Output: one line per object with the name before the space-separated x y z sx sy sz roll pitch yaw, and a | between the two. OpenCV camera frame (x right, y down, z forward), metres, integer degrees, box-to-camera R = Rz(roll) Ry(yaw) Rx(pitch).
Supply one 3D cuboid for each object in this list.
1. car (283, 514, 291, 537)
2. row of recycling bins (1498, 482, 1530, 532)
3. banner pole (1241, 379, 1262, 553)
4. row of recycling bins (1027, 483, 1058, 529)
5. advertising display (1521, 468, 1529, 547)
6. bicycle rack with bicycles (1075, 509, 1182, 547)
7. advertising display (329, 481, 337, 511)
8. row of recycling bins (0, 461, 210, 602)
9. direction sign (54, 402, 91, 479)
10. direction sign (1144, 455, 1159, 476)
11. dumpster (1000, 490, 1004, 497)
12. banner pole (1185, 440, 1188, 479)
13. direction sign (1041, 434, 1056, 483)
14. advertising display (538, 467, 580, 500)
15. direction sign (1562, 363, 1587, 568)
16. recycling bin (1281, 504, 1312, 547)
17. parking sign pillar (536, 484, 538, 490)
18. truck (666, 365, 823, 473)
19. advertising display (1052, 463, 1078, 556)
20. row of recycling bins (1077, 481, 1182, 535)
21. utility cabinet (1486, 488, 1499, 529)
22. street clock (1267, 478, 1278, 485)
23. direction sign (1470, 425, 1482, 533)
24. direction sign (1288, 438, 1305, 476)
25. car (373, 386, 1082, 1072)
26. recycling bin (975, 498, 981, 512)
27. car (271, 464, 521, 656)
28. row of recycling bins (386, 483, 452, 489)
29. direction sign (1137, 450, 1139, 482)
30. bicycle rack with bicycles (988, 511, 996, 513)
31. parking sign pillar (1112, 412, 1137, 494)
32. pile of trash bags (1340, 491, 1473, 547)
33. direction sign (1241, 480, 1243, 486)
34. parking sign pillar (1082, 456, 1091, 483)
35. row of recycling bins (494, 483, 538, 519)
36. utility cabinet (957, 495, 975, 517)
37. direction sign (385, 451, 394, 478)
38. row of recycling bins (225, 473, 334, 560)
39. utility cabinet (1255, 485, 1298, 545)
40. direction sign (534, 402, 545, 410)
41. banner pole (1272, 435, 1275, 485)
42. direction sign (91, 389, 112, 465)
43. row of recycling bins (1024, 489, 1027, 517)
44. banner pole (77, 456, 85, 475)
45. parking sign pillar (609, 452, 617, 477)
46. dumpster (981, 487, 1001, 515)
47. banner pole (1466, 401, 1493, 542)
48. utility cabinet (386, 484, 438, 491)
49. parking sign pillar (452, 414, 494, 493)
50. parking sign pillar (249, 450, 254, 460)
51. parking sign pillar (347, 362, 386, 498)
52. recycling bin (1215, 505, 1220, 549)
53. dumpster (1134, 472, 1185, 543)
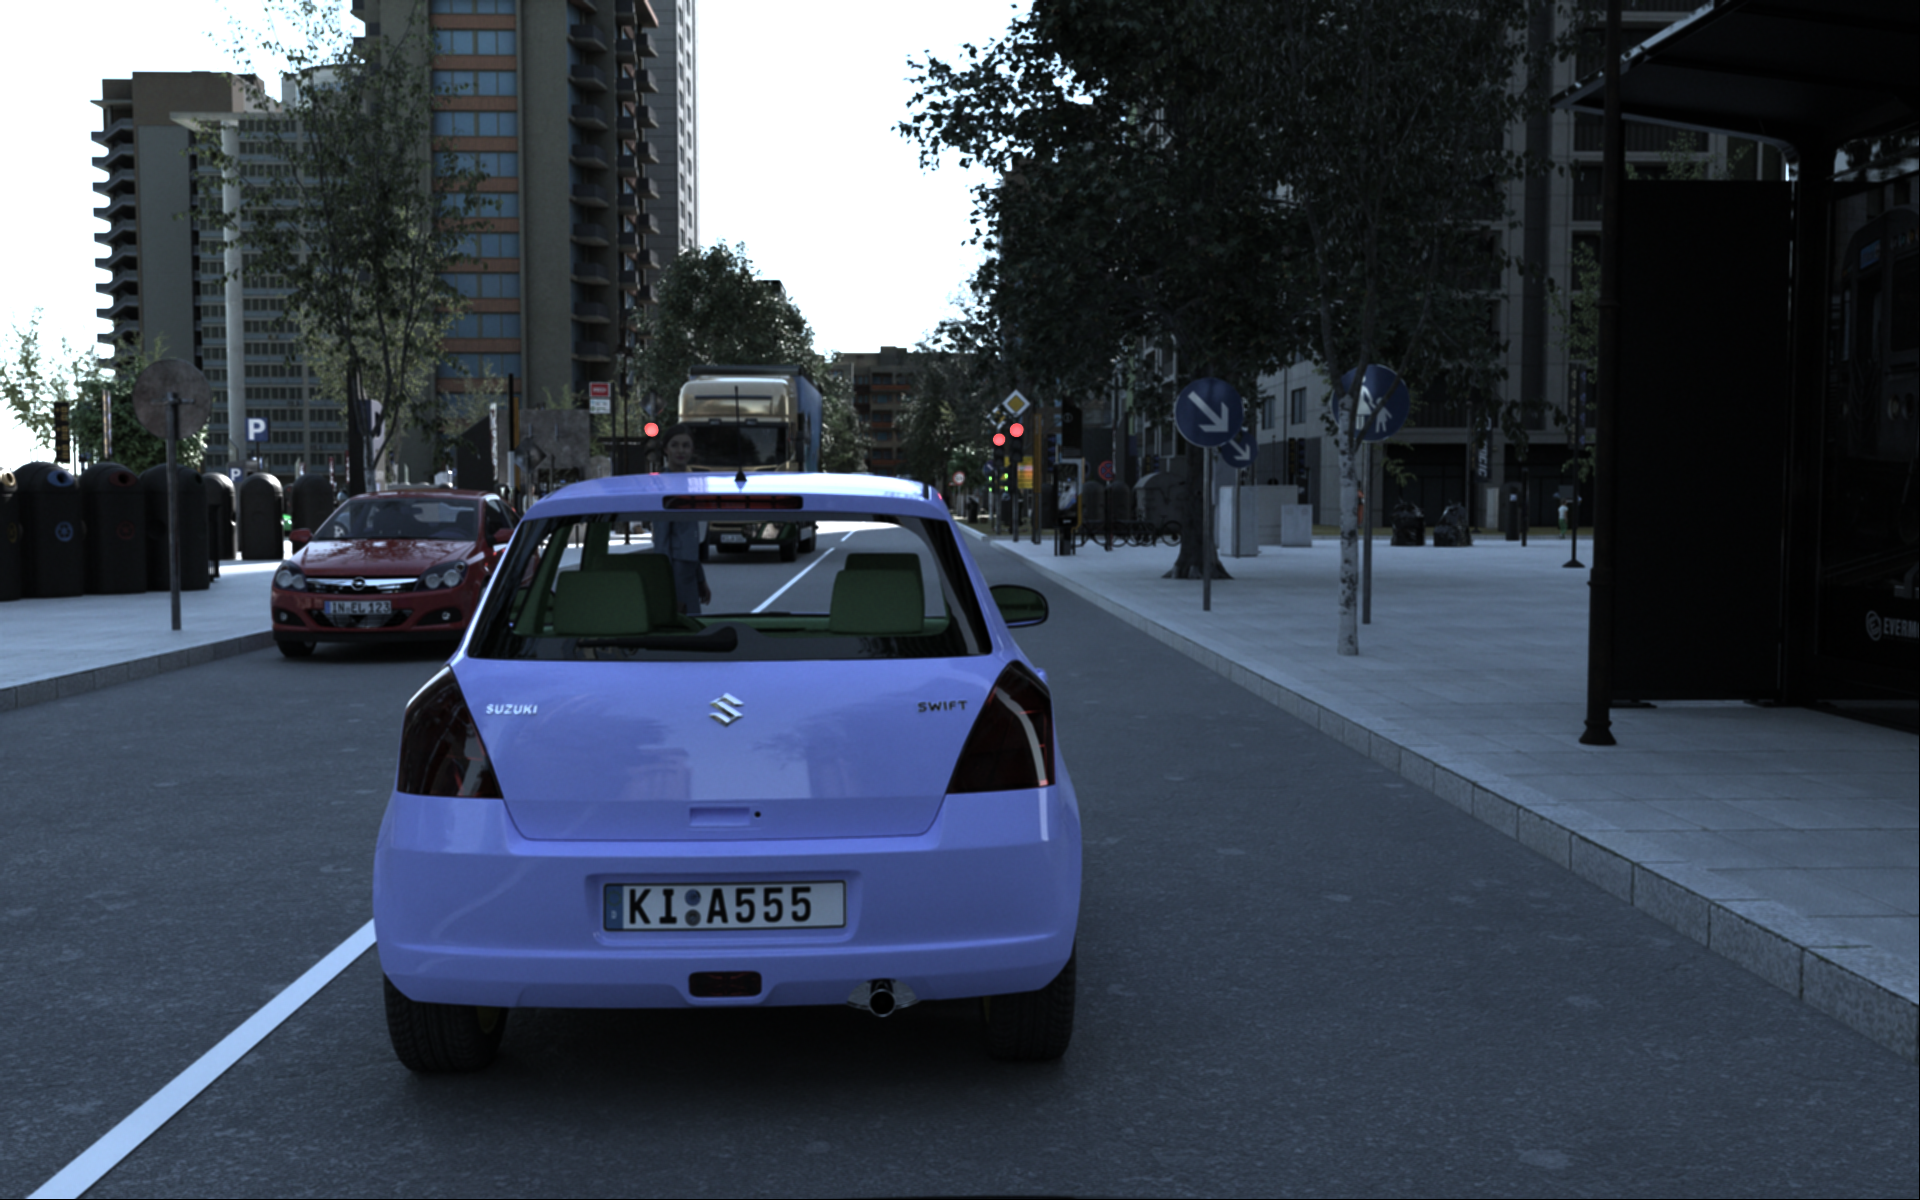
car | -21.402 -2.498 49.643 4.718 1.807 1.959 0 4 -4
row of recycling bins | 18.995 -3.203 59.481 1.069 1.692 3.534 1 4 17
banner pole | 6.305 -2.932 37.955 0.401 3.779 0.863 -1 4 -21
row of recycling bins | 4.371 -3.432 63.230 3.534 1.692 1.069 2 4 29
advertising display | 13.920 -2.291 42.669 0.123 1.923 0.974 1 4 20
bicycle rack with bicycles | 4.083 -1.806 42.910 2.925 0.926 2.852 0 4 6
advertising display | -31.873 -5.039 87.605 0.123 1.923 0.974 1 4 20
row of recycling bins | -11.191 -0.907 21.949 1.069 1.692 3.534 2 4 28
direction sign | -21.816 -3.101 42.705 0.876 3.537 0.379 -1 4 -9
direction sign | 11.041 -6.589 99.733 0.876 3.537 0.379 2 4 24
dumpster | 3.599 -7.261 121.207 1.502 2.255 1.985 0 4 -2
banner pole | 9.471 -4.967 71.228 0.401 3.779 0.863 -3 4 -37
direction sign | 3.202 -4.497 65.518 0.876 3.537 0.379 1 4 15
advertising display | -9.556 -2.206 41.283 0.974 1.923 0.123 -2 4 -26
direction sign | 10.748 -2.338 30.229 0.379 3.537 0.876 3 4 37
recycling bin | 8.185 -1.806 42.082 0.722 1.027 0.722 1 4 11
parking sign pillar | -26.144 -7.216 106.453 1.447 3.967 1.447 -3 5 -45
truck | -4.712 -3.126 40.026 2.839 4.237 11.283 0 4 -1
advertising display | 2.200 -1.896 36.205 0.123 1.923 0.974 2 4 29
row of recycling bins | 5.470 -2.943 55.231 3.534 1.692 1.069 -1 4 -20
utility cabinet | 19.730 -3.370 63.784 0.318 1.500 1.173 3 4 36
street clock | 14.160 -4.521 78.493 0.471 2.002 0.358 0 4 -2
direction sign | 16.968 -3.965 56.831 0.876 3.537 0.379 -3 5 -45
direction sign | 13.560 -4.764 69.882 0.876 3.537 0.379 -2 4 -33
car | -0.635 0.242 5.638 1.945 1.707 3.694 0 4 -4
recycling bin | 1.113 -7.022 127.363 0.722 1.027 0.722 1 4 13
car | -5.200 -0.467 16.679 2.155 1.783 4.494 0 4 -4
row of recycling bins | -19.857 -3.429 63.180 3.534 1.692 1.069 1 4 22
direction sign | 9.192 -5.993 89.990 0.379 3.537 0.876 0 4 0
bicycle rack with bicycles | 3.216 -6.260 115.734 2.852 0.926 2.925 1 4 22
parking sign pillar | 5.450 -4.224 57.529 1.447 3.967 1.447 -1 4 -13
pile of trash bags | 11.153 -2.056 43.375 3.447 1.369 1.912 3 4 36
direction sign | 6.435 -2.907 39.525 0.379 3.537 0.876 1 4 14
parking sign pillar | 7.110 -6.836 100.244 1.447 3.967 1.447 2 4 28
row of recycling bins | -15.551 -3.278 60.716 3.534 1.692 1.069 1 4 13
utility cabinet | 0.355 -5.375 99.048 1.020 1.237 0.306 0 4 4
direction sign | -29.873 -6.025 90.498 0.876 3.537 0.379 -1 4 -14
row of recycling bins | -14.099 -1.639 33.918 3.534 1.692 1.069 -1 4 -12
utility cabinet | 7.808 -2.110 43.183 1.173 1.500 0.318 -1 4 -11
direction sign | -10.425 -3.122 43.037 0.379 3.537 0.876 -2 4 -29
banner pole | 13.335 -5.120 73.732 0.401 3.779 0.863 1 4 9
direction sign | -18.604 -2.803 37.823 0.379 3.537 0.876 -1 4 -16
row of recycling bins | 4.310 -5.463 96.431 1.069 1.692 3.534 -1 4 -22
banner pole | -57.929 -7.596 114.217 0.401 3.779 0.863 1 4 15
parking sign pillar | -20.418 -6.949 102.093 1.447 3.967 1.447 -3 5 -41
dumpster | 1.972 -6.327 109.206 1.264 1.857 1.865 0 4 -2
banner pole | 13.945 -3.469 46.733 0.863 3.779 0.401 1 4 11
utility cabinet | -12.375 -1.857 39.047 1.173 1.500 0.318 -3 4 -38
parking sign pillar | -15.993 -4.184 56.874 1.447 3.967 1.447 -3 5 -41
parking sign pillar | -42.732 -7.072 104.093 1.447 3.967 1.447 -1 4 -11
parking sign pillar | -12.335 -2.910 36.044 1.447 3.967 1.447 0 4 -4
recycling bin | 6.256 -1.728 40.802 0.722 1.027 0.722 2 4 33
dumpster | 5.402 -2.489 46.450 1.264 1.857 1.865 0 4 -2
